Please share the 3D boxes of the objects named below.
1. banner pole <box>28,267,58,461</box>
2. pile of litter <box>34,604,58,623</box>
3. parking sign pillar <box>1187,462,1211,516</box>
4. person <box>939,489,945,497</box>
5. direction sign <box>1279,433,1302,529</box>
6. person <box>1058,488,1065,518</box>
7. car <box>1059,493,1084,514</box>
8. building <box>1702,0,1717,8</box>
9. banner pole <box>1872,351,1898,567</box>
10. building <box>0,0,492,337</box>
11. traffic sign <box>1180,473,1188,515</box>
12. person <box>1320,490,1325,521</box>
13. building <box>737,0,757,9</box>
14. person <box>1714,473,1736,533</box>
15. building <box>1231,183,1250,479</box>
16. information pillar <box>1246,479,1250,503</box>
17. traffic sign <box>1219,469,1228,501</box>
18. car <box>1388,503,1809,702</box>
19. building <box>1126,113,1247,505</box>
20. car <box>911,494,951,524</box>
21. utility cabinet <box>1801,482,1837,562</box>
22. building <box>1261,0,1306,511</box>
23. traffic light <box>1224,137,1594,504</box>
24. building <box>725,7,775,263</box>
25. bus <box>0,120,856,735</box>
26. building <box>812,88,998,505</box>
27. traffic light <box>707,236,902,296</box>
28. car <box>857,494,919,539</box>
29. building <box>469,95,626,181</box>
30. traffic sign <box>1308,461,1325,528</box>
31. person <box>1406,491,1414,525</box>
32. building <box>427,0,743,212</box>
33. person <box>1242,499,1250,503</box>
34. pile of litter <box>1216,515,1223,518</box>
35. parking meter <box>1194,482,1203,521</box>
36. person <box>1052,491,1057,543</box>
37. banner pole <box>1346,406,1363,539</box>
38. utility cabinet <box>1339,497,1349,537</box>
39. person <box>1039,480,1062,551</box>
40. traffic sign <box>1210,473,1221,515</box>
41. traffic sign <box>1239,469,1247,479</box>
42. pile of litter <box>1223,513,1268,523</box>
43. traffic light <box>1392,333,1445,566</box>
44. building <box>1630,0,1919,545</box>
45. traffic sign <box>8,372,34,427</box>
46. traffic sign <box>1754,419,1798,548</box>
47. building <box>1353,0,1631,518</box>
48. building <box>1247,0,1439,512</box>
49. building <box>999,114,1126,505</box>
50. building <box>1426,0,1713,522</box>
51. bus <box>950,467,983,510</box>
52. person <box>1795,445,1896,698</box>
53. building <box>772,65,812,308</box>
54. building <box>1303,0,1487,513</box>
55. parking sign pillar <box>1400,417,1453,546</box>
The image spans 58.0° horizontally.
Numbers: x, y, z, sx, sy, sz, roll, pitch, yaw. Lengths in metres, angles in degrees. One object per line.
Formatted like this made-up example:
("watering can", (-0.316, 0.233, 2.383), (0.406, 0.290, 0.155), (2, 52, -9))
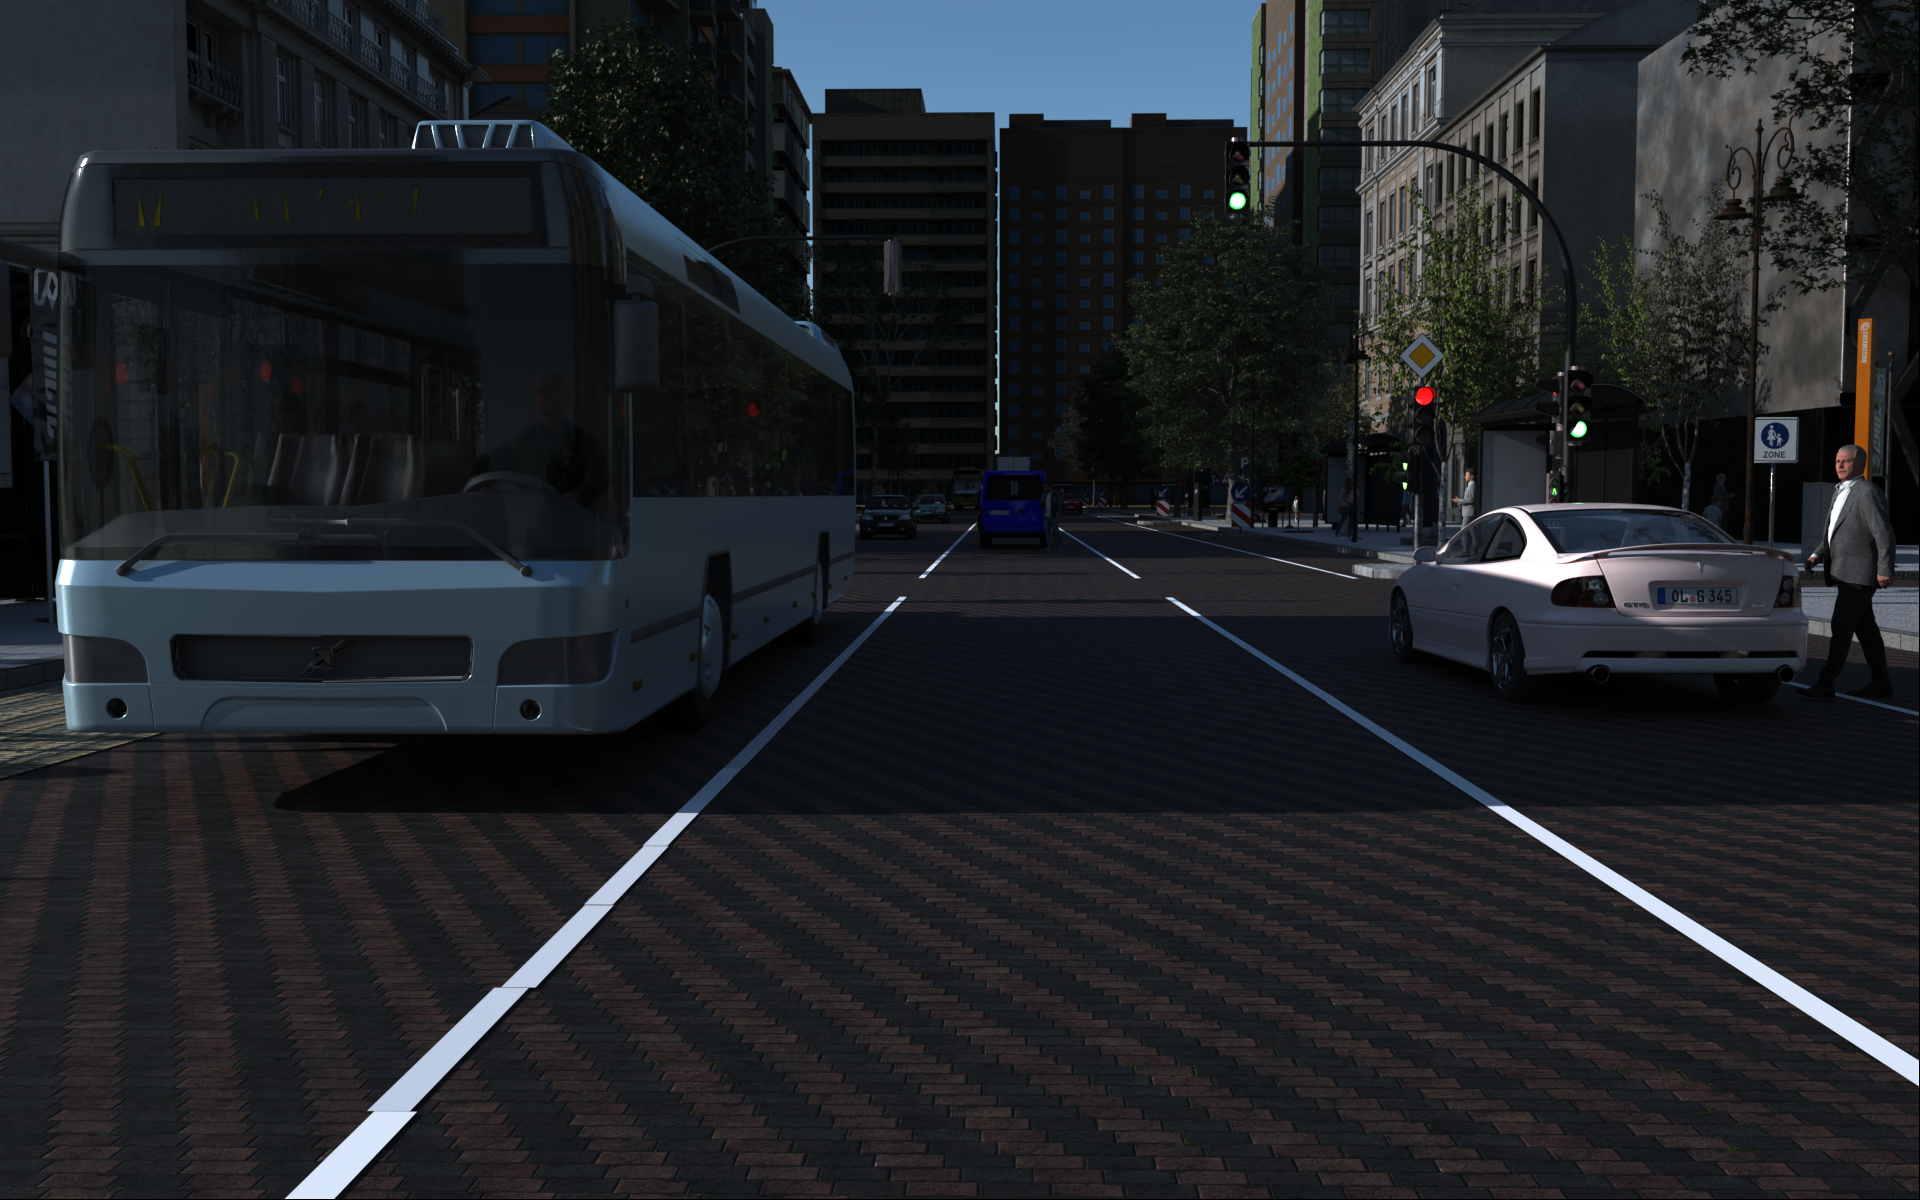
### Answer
("banner pole", (-8.171, -1.586, 15.950), (0.863, 3.779, 0.401), (0, 4, 8))
("pile of litter", (-8.467, -0.230, 17.725), (1.719, 0.858, 1.176), (-1, 4, -13))
("parking sign pillar", (14.146, -6.967, 102.386), (1.447, 3.967, 1.447), (1, 4, 8))
("person", (-1.086, -5.244, 95.075), (0.563, 1.720, 0.643), (1, 4, 17))
("direction sign", (12.306, -4.439, 64.571), (0.876, 3.537, 0.379), (0, 4, -5))
("person", (6.078, -5.843, 104.208), (0.537, 1.800, 0.526), (0, 4, -1))
("car", (7.898, -7.077, 124.753), (2.155, 1.783, 4.494), (0, 4, 2))
("building", (73.989, -44.012, 157.840), (20.611, 71.187, 20.563), (0, 4, 1))
("banner pole", (16.067, -2.458, 30.202), (0.863, 3.779, 0.401), (-2, 4, -33))
("building", (-24.437, -12.939, 53.361), (13.314, 21.916, 24.055), (0, 4, 1))
("traffic sign", (13.556, -6.388, 104.547), (0.768, 2.556, 0.104), (0, 4, 5))
("person", (17.505, -4.649, 82.452), (0.661, 1.777, 0.834), (-2, 4, -24))
("building", (-31.083, -51.758, 158.914), (31.000, 86.520, 22.319), (0, 4, 1))
("person", (19.388, -2.308, 43.957), (0.590, 1.801, 0.661), (2, 4, 31))
("building", (32.322, -23.932, 162.983), (14.160, 30.474, 14.107), (0, 4, 1))
("information pillar", (13.953, -4.893, 84.494), (0.304, 2.012, 0.304), (1, 4, 21))
("traffic sign", (13.781, -5.454, 89.172), (0.884, 2.594, 0.081), (1, 4, 10))
("car", (4.661, -0.057, 13.297), (2.083, 1.381, 4.827), (0, 4, 0))
("building", (26.031, -34.055, 206.904), (14.200, 45.320, 14.600), (0, 4, 1))
("car", (-1.457, -4.504, 85.444), (2.131, 1.459, 4.920), (0, 4, 2))
("utility cabinet", (16.146, -1.459, 32.528), (0.318, 1.500, 1.173), (1, 4, 12))
("building", (31.503, -29.598, 134.035), (14.600, 45.320, 14.200), (0, 4, 1))
("traffic light", (5.746, -2.914, 22.316), (4.771, 5.953, 1.251), (0, 4, 1))
("building", (-23.046, -28.024, 141.781), (14.154, 41.232, 14.086), (0, 4, 1))
("bus", (-2.668, -1.131, 13.358), (2.948, 3.499, 13.247), (0, 4, 2))
("building", (-6.252, -35.908, 210.799), (21.600, 48.544, 21.300), (0, 4, 1))
("traffic light", (-3.418, -3.427, 30.701), (4.771, 5.953, 1.251), (0, 4, 1))
("car", (-2.295, -2.822, 55.919), (2.009, 1.686, 4.222), (0, 4, 1))
("building", (-22.101, -14.351, 85.554), (10.553, 20.767, 40.483), (0, 4, 1))
("traffic sign", (13.465, -4.020, 65.827), (0.768, 2.556, 0.104), (1, 4, 11))
("person", (18.718, -4.030, 71.747), (0.447, 1.846, 0.655), (0, 4, 0))
("building", (-27.157, -28.484, 120.336), (22.147, 44.769, 28.867), (0, 4, 1))
("person", (12.428, -4.261, 75.681), (0.622, 1.834, 0.822), (1, 4, 22))
("pile of litter", (14.140, -4.746, 91.566), (1.176, 0.858, 1.719), (1, 4, 16))
("parking meter", (11.295, -4.678, 82.193), (0.255, 1.863, 0.399), (-2, 4, -32))
("person", (2.623, -2.574, 50.676), (0.635, 1.810, 0.391), (-1, 4, -18))
("banner pole", (11.252, -3.645, 49.614), (0.401, 3.779, 0.863), (-1, 4, -17))
("utility cabinet", (11.694, -2.535, 52.611), (0.306, 1.237, 1.020), (1, 4, 18))
("person", (2.288, -2.137, 43.790), (0.623, 1.781, 0.721), (1, 4, 14))
("traffic sign", (15.490, -6.443, 105.452), (0.768, 2.556, 0.104), (0, 4, 3))
("traffic sign", (14.199, -5.380, 88.061), (0.768, 2.556, 0.104), (1, 4, 8))
("pile of litter", (12.973, -3.897, 77.680), (1.719, 0.858, 1.176), (3, 4, 39))
("traffic light", (8.046, -2.536, 30.386), (0.839, 4.253, 0.868), (0, 4, 1))
("building", (30.146, -11.042, 47.997), (16.811, 18.784, 16.820), (0, 4, 1))
("traffic sign", (-8.833, -1.041, 16.761), (0.795, 2.593, 0.064), (1, 4, 9))
("traffic sign", (10.856, -1.286, 23.155), (0.606, 2.300, 0.079), (0, 4, 5))
("building", (30.076, -18.898, 94.894), (13.634, 28.700, 20.117), (0, 4, 1))
("building", (31.638, -28.428, 148.393), (14.154, 41.232, 14.086), (0, 4, 1))
("building", (11.834, -34.072, 207.180), (14.200, 45.320, 14.600), (0, 4, 1))
("building", (27.422, -13.877, 76.035), (9.793, 20.994, 18.267), (0, 4, 1))
("bus", (0.767, -10.280, 159.629), (2.896, 3.916, 12.252), (0, 4, 2))
("person", (6.196, -0.199, 12.151), (0.834, 1.777, 0.661), (-1, 4, -9))
("building", (-30.713, -38.230, 214.306), (27.495, 52.752, 28.713), (0, 4, 1))
("building", (30.769, -26.691, 119.995), (14.154, 41.232, 14.086), (0, 4, 1))
("parking sign pillar", (11.871, -3.376, 43.667), (1.447, 3.967, 1.447), (2, 4, 33))
